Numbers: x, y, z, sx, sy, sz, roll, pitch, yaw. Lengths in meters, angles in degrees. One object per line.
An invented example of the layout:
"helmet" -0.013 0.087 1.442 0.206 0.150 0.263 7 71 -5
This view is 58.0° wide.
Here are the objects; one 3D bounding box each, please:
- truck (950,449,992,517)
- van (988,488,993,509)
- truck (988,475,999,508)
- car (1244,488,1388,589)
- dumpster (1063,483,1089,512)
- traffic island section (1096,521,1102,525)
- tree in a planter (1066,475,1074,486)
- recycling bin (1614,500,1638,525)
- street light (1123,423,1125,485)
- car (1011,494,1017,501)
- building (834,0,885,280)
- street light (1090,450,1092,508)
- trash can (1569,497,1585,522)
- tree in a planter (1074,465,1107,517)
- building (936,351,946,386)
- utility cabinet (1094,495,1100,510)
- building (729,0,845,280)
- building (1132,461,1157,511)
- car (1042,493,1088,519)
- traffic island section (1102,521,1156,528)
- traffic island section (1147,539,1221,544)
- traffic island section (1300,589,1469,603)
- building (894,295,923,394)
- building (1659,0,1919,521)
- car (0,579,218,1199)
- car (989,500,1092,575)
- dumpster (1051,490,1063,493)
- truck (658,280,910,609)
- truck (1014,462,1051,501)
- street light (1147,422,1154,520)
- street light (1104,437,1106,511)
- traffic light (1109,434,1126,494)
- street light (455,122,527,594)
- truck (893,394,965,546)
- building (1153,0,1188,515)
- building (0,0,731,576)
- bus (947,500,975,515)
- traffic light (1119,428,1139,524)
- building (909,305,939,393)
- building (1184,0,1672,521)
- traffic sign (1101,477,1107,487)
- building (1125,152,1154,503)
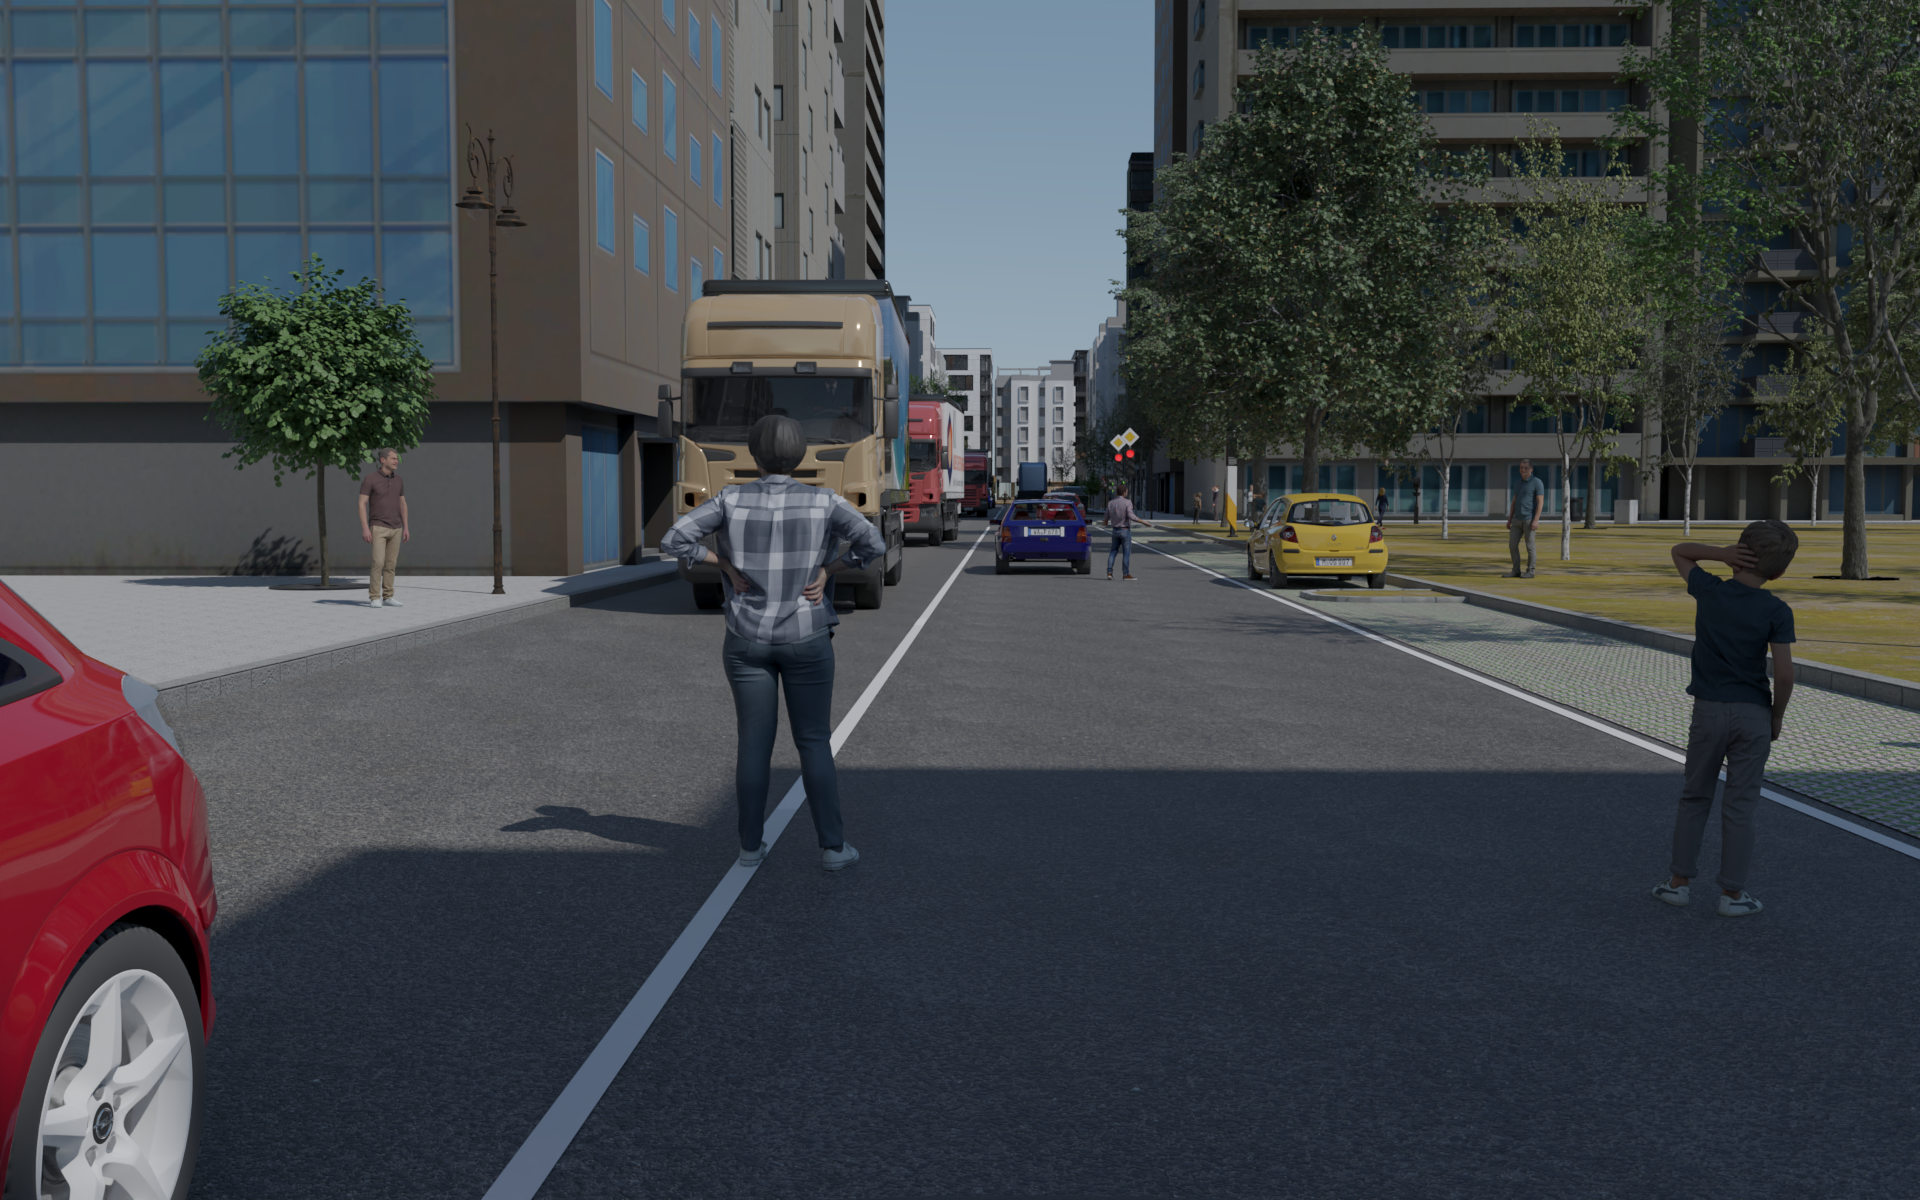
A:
"truck" 0.548 -7.404 109.965 2.839 4.237 11.283 0 4 0
"van" 2.014 -9.699 162.969 2.240 2.365 5.245 0 4 3
"truck" 2.335 -11.051 176.614 3.469 3.379 9.791 0 4 2
"car" 5.578 -1.051 27.409 2.015 1.641 3.980 0 4 2
"dumpster" 8.687 -7.643 129.916 1.985 2.255 1.502 0 4 2
"traffic island section" 7.449 -3.619 81.454 2.009 0.180 2.903 0 4 2
"tree in a planter" 9.075 -8.409 134.714 1.991 3.239 1.994 0 4 2
"recycling bin" 28.233 -3.723 73.421 0.722 1.027 0.722 -3 5 -44
"street light" 10.359 -8.379 109.781 0.468 5.910 1.993 0 4 2
"car" 5.733 -9.201 160.220 2.009 1.686 4.222 0 4 2
"building" -17.568 -31.758 142.953 21.300 48.544 21.600 0 4 2
"street light" 11.793 -11.208 156.038 0.468 5.910 1.993 0 4 2
"trash can" 28.518 -4.191 80.175 0.748 1.137 0.748 0 3 0
"tree in a planter" 8.240 -6.718 107.069 1.991 3.239 1.994 0 4 2
"building" -17.893 -21.801 222.900 31.486 18.905 16.747 0 4 2
"utility cabinet" 10.976 -7.951 138.680 0.318 1.500 1.173 0 4 -4
"building" -21.135 -31.275 100.591 28.713 52.752 27.495 0 4 2
"building" 24.065 -42.323 130.225 20.563 71.187 20.611 0 4 2
"car" 3.855 -3.514 66.494 2.155 1.783 4.494 0 4 1
"traffic island section" 7.206 -3.131 73.472 2.009 0.180 2.903 0 4 2
"traffic island section" 6.499 -1.696 50.594 1.991 0.108 1.994 0 4 2
"traffic island section" 5.688 -0.045 23.599 1.991 0.108 1.994 0 4 2
"building" -11.427 -18.750 162.985 16.016 20.091 11.380 0 4 2
"building" 48.270 -26.691 91.018 28.867 44.769 22.147 0 4 2
"car" -2.378 0.457 1.575 2.155 1.783 4.494 0 4 2
"car" 1.514 -1.200 32.193 1.945 1.354 3.894 0 4 1
"dumpster" 10.374 -10.589 181.348 1.865 1.857 1.264 0 4 1
"truck" -2.127 -2.205 24.958 2.839 4.237 11.283 0 4 0
"truck" 5.833 -9.215 140.421 2.967 4.110 18.799 0 4 3
"street light" 9.592 -6.959 86.575 0.468 5.910 1.993 0 4 2
"street light" 11.133 -9.783 132.734 0.468 5.910 1.993 0 4 2
"traffic light" 7.410 -5.653 81.341 0.839 4.253 0.868 0 4 2
"street light" -5.923 -3.013 22.050 0.468 5.910 1.993 0 4 2
"truck" -1.446 -3.790 50.876 2.839 4.237 11.283 0 4 4
"building" 20.133 -28.317 113.095 14.600 45.320 14.200 0 4 2
"building" -12.446 -23.385 32.450 14.600 45.320 14.200 0 4 2
"bus" -0.176 -8.043 123.044 2.896 3.916 12.252 0 4 2
"traffic light" 7.167 -5.164 73.359 0.839 4.253 0.868 0 4 2
"building" -17.224 -20.864 185.097 27.936 21.610 32.646 0 4 2
"building" 23.005 -28.621 91.659 21.600 48.544 21.300 0 4 2
"traffic sign" 10.804 -8.003 130.854 0.884 2.594 0.081 1 4 11
"building" 21.164 -23.074 148.956 14.160 30.474 14.107 0 4 2
